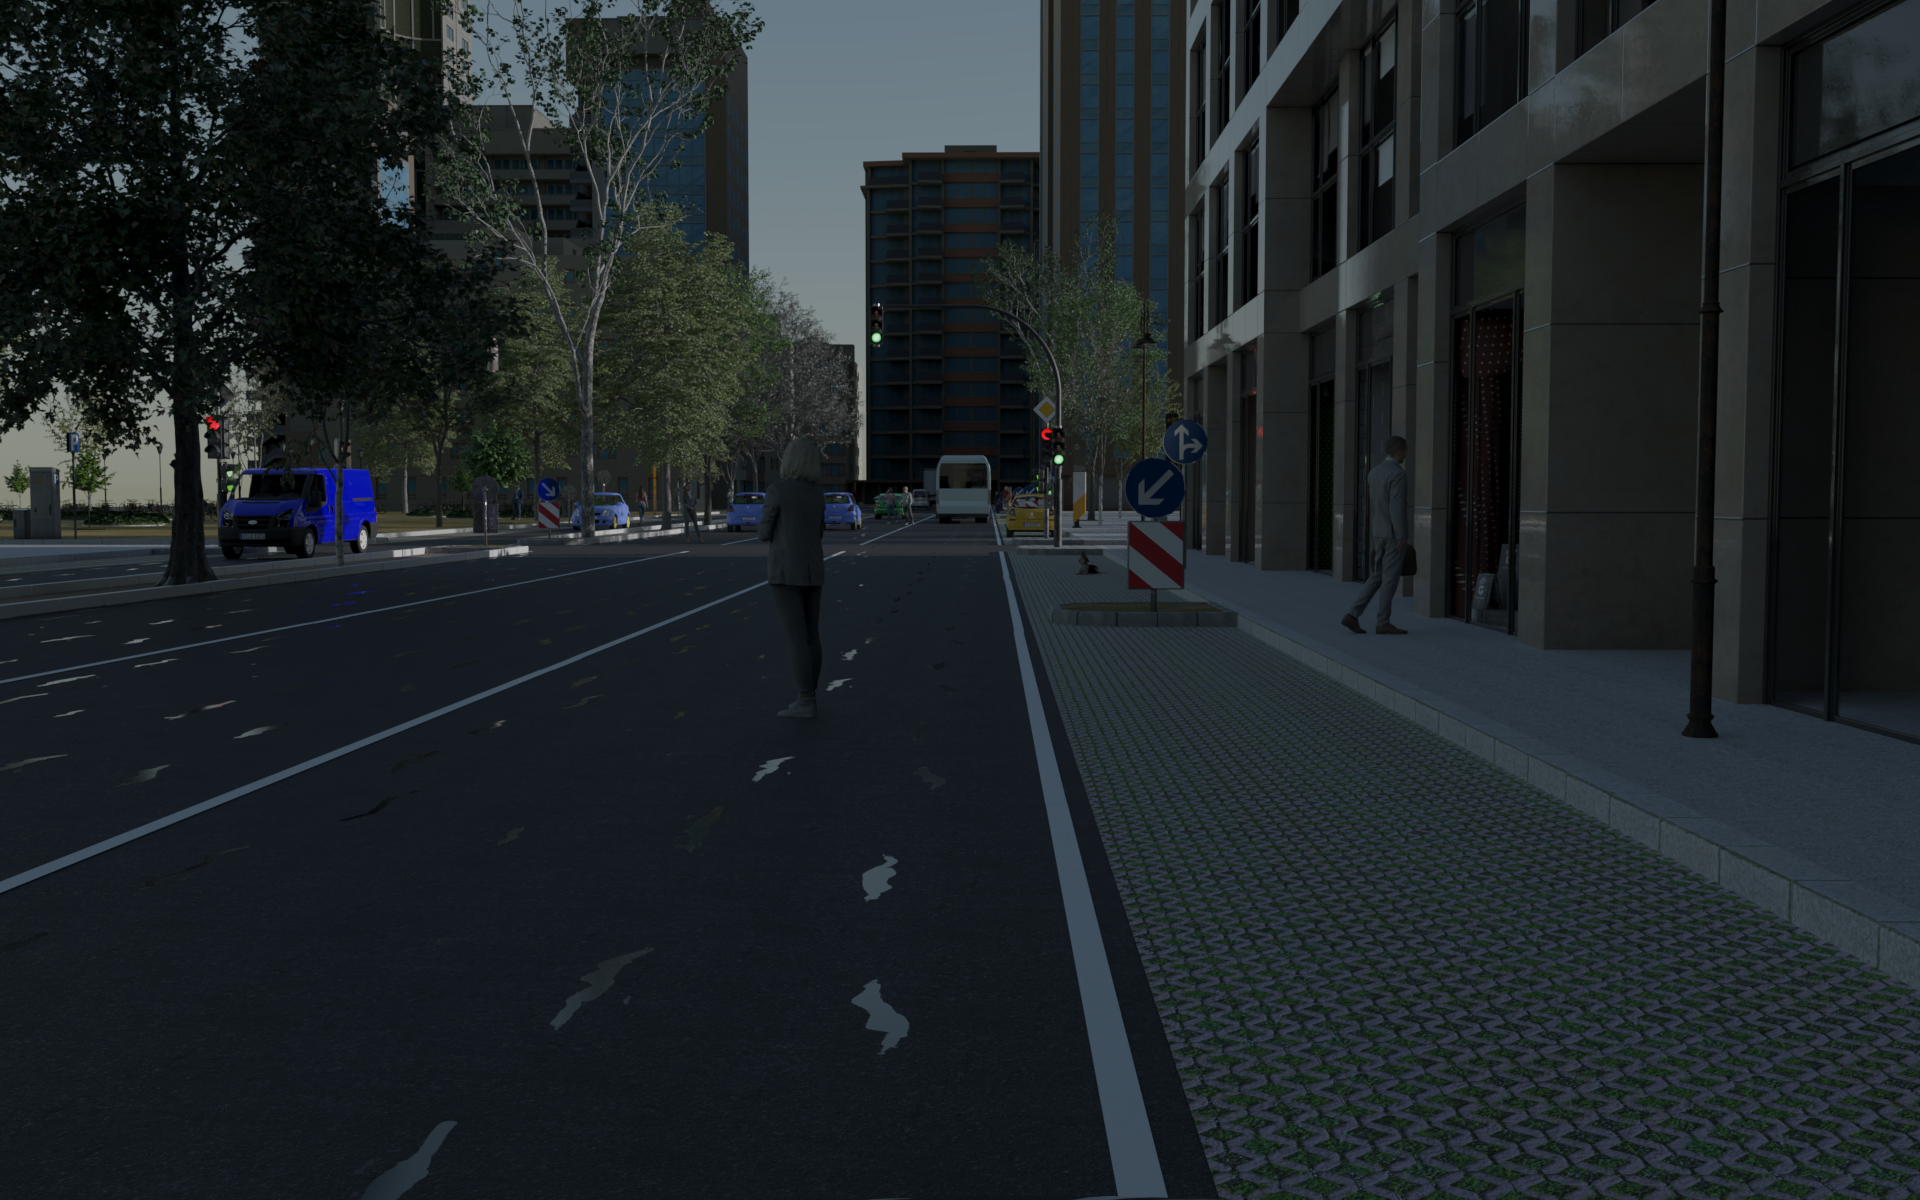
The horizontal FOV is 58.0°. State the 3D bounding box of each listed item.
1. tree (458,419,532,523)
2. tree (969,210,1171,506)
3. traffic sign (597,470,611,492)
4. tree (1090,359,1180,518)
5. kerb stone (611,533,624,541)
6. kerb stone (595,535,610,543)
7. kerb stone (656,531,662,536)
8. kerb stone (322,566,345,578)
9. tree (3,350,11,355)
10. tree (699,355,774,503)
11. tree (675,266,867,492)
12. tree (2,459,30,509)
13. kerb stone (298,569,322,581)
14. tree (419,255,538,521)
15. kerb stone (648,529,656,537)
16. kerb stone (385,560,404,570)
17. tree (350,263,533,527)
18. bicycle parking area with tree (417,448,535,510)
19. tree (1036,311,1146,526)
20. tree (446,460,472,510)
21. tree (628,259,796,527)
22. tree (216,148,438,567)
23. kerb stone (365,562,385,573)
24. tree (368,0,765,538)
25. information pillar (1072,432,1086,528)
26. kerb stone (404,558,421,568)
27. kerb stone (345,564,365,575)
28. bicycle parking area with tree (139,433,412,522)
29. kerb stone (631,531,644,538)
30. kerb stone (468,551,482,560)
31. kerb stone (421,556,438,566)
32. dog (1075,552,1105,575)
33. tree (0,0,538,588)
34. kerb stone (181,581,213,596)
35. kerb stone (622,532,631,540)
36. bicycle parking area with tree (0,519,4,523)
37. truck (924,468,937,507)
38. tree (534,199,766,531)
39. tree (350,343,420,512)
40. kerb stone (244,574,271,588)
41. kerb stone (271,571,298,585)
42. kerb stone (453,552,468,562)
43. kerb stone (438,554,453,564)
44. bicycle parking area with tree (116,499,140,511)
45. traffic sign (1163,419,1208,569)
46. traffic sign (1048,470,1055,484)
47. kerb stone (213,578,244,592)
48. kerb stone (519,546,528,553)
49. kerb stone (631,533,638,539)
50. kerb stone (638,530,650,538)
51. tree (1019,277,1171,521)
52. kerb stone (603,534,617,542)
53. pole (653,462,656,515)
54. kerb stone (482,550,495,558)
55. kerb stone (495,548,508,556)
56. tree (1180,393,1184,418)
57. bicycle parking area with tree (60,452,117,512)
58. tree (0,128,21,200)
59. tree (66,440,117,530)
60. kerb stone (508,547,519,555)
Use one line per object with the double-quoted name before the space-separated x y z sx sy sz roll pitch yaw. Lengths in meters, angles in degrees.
"tree" -20.387 -5.650 76.094 4.285 4.588 4.351 0 3 0
"tree" 7.595 -15.828 114.680 12.611 20.169 13.585 0 3 0
"traffic sign" -18.830 -5.592 91.535 0.768 2.556 0.104 0 4 7
"tree" 8.757 -8.659 91.935 4.737 8.622 4.395 0 3 0
"kerb stone" -10.525 -1.886 53.059 0.120 0.150 1.000 0 4 1
"kerb stone" -10.562 -1.758 51.002 0.120 0.150 1.000 0 4 1
"kerb stone" -10.433 -2.263 59.200 0.120 0.150 1.000 0 4 1
"kerb stone" -10.903 -0.467 29.865 0.120 0.150 1.000 0 4 1
"tree" -36.853 -8.726 60.798 7.486 12.596 7.792 0 3 0
"tree" -10.987 -7.977 83.251 4.360 8.622 3.978 0 3 0
"tree" -10.983 -10.998 92.641 12.009 13.543 11.850 0 3 0
"tree" -52.506 -6.231 96.477 1.663 3.219 1.824 0 3 0
"kerb stone" -10.922 -0.407 28.843 0.120 0.150 1.000 0 4 1
"tree" -20.130 -10.028 82.091 7.486 12.596 7.792 0 3 0
"kerb stone" -10.446 -2.201 58.178 0.120 0.150 1.000 0 4 1
"kerb stone" -10.855 -0.657 32.935 0.120 0.150 1.000 0 4 1
"tree" -20.349 -8.089 66.661 8.767 10.594 7.601 1 4 17
"bicycle parking area with tree" -30.876 -7.613 111.474 9.016 4.147 8.231 1 4 20
"tree" 5.440 -7.278 69.355 4.360 8.622 3.978 0 3 0
"tree" -27.230 -6.108 94.471 1.663 3.219 1.824 0 3 0
"tree" -10.993 -9.018 75.652 9.928 11.665 9.643 0 3 0
"tree" -11.938 -4.922 33.293 4.360 8.622 3.978 0 3 0
"kerb stone" -10.880 -0.594 31.914 0.120 0.150 1.000 0 4 1
"tree" -12.821 -11.990 54.378 12.611 20.169 13.585 0 3 0
"information pillar" 4.491 -4.520 65.263 0.504 3.616 0.183 1 4 18
"kerb stone" -10.838 -0.719 33.957 0.120 0.150 1.000 0 4 1
"kerb stone" -10.892 -0.532 30.891 0.120 0.150 1.000 0 4 1
"bicycle parking area with tree" -32.633 -5.869 82.957 9.016 4.147 8.231 2 4 30
"kerb stone" -10.484 -2.075 56.126 0.120 0.150 1.000 0 4 1
"kerb stone" -10.767 -0.970 38.056 0.120 0.150 1.000 0 4 1
"kerb stone" -10.823 -0.782 34.989 0.120 0.150 1.000 0 4 1
"dog" 2.352 -0.650 30.815 0.748 0.427 0.550 -1 4 -15
"tree" -11.720 -6.522 26.092 9.611 12.733 9.660 0 3 0
"kerb stone" -10.995 -0.149 24.755 0.120 0.150 1.000 0 4 1
"kerb stone" -10.505 -1.944 54.082 0.120 0.150 1.000 0 4 1
"bicycle parking area with tree" -43.971 -5.152 71.230 9.016 4.147 8.231 0 4 -4
"truck" -2.565 -12.582 194.624 2.839 4.237 11.283 0 4 2
"tree" -11.420 -8.945 66.839 7.486 12.596 7.792 0 3 0
"tree" -38.388 -12.396 120.803 7.486 12.596 7.792 0 3 0
"kerb stone" -10.962 -0.272 26.800 0.120 0.150 1.000 0 4 1
"kerb stone" -10.939 -0.343 27.821 0.120 0.150 1.000 0 4 1
"kerb stone" -10.790 -0.906 37.034 0.120 0.150 1.000 0 4 1
"kerb stone" -10.807 -0.844 36.012 0.120 0.150 1.000 0 4 1
"bicycle parking area with tree" -40.168 -6.683 96.272 8.231 4.147 9.016 1 4 9
"traffic sign" 3.849 -1.808 29.667 0.768 2.556 0.104 0 4 4
"traffic sign" 4.889 -5.634 92.225 0.768 2.556 0.104 0 4 6
"kerb stone" -10.972 -0.219 25.776 0.120 0.150 1.000 0 4 1
"kerb stone" -10.702 -1.221 42.157 0.120 0.150 1.000 0 4 1
"kerb stone" -10.489 -2.013 55.103 0.120 0.150 1.000 0 4 1
"kerb stone" -10.462 -2.138 57.151 0.120 0.150 1.000 0 4 1
"tree" 6.428 -9.586 82.483 9.928 11.665 9.643 0 3 0
"kerb stone" -10.544 -1.825 52.028 0.120 0.150 1.000 0 4 1
"pole" -18.587 -6.822 105.385 0.158 3.312 0.155 0 3 0
"kerb stone" -10.751 -1.030 39.084 0.120 0.150 1.000 0 4 1
"kerb stone" -10.730 -1.093 40.106 0.120 0.150 1.000 0 4 1
"tree" 10.686 -8.984 97.245 4.737 8.622 4.395 0 3 0
"bicycle parking area with tree" -50.266 -7.124 103.475 8.231 4.147 9.016 1 4 13
"tree" -12.158 -4.026 18.641 4.737 8.622 4.395 0 3 0
"tree" -31.119 -4.129 62.107 1.663 3.219 1.824 0 3 0
"kerb stone" -10.722 -1.158 41.135 0.120 0.150 1.000 0 4 1
